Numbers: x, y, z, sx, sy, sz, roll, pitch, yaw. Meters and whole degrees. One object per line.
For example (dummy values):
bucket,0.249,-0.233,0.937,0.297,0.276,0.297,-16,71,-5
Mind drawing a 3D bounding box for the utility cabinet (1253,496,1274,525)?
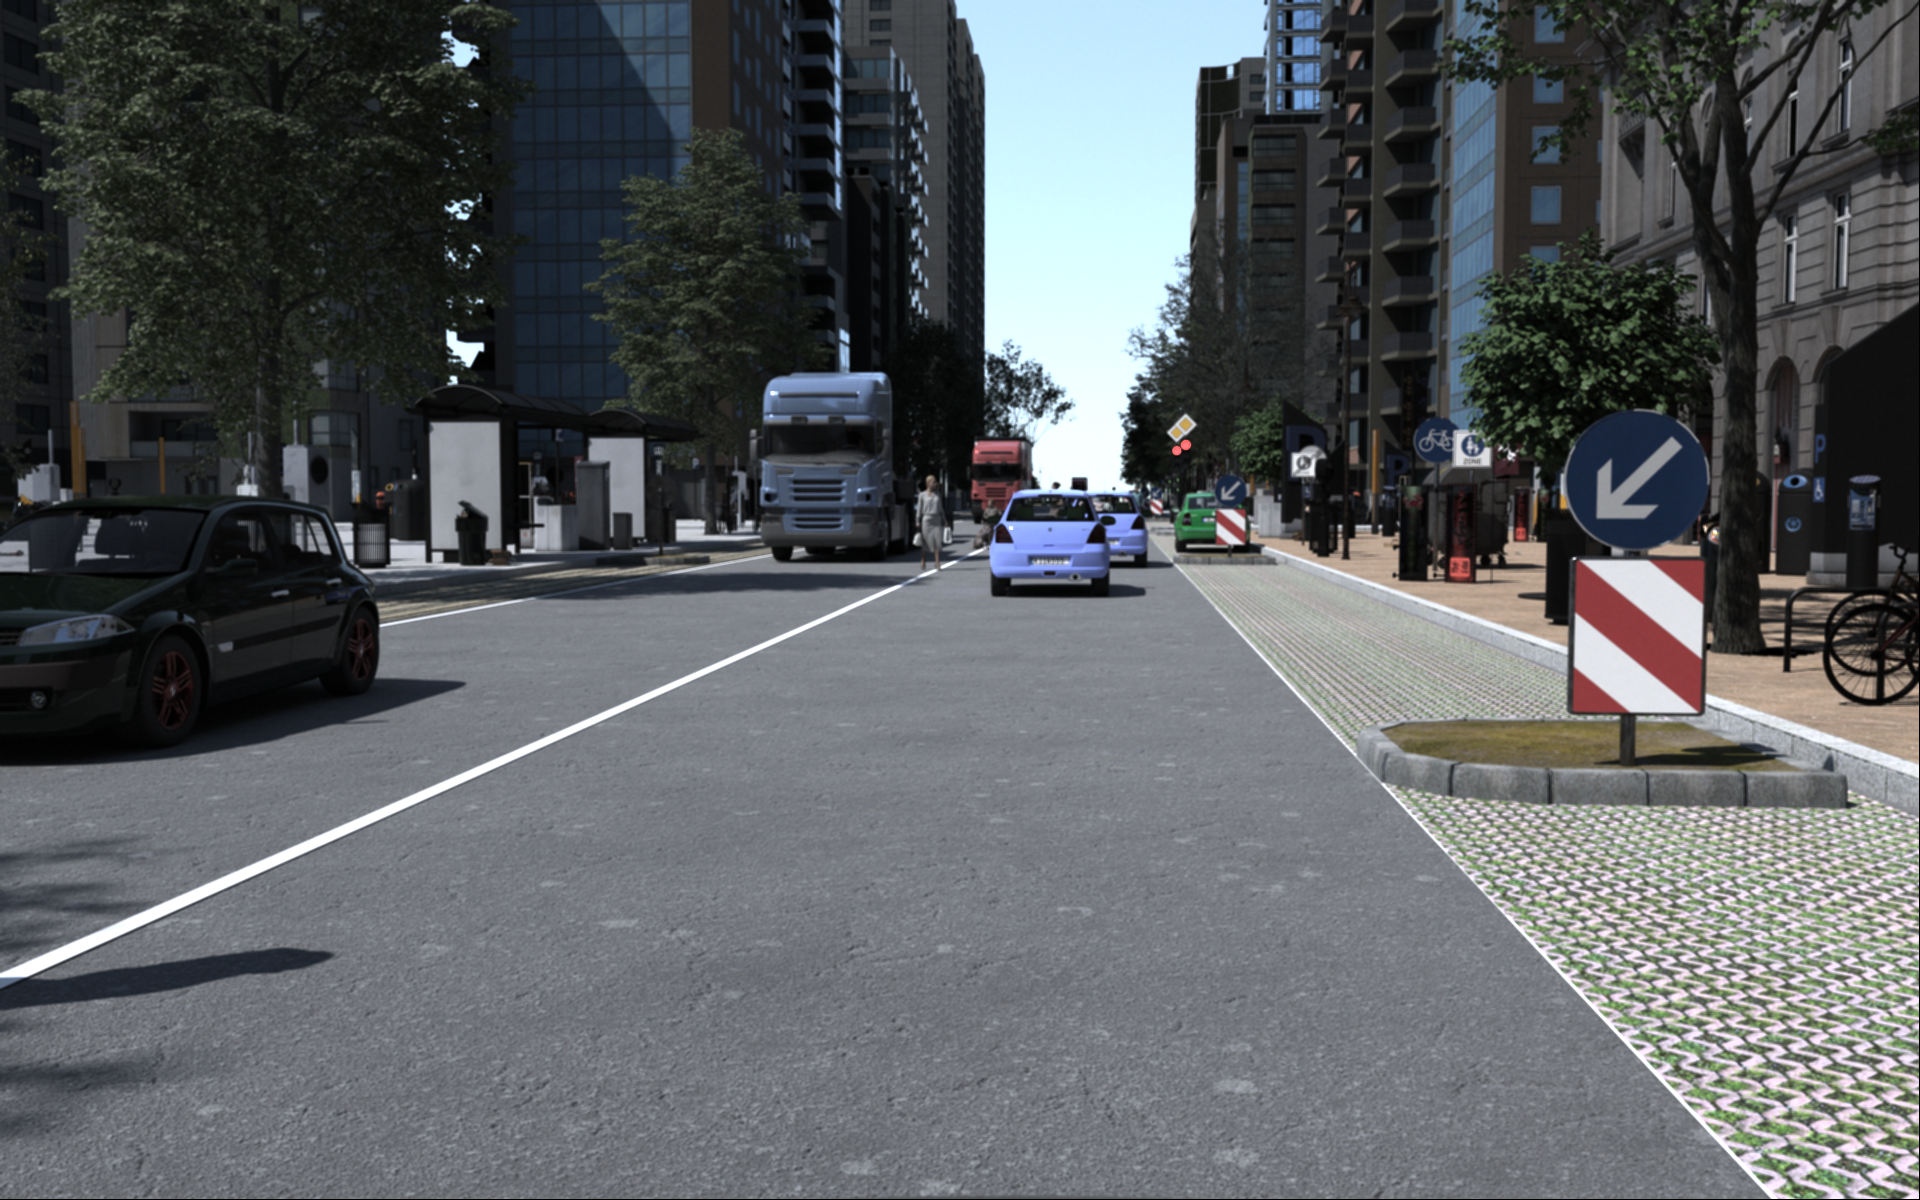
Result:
utility cabinet,12.615,-3.679,71.317,1.020,1.237,0.306,1,4,15

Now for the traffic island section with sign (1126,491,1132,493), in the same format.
traffic island section with sign,12.472,-6.687,117.952,1.989,1.847,2.006,0,4,5

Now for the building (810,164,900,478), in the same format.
building,-13.457,-23.313,152.866,14.160,30.474,14.107,0,4,5

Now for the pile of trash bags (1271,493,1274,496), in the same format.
pile of trash bags,17.378,-5.046,92.250,3.447,1.369,1.912,-3,5,-40

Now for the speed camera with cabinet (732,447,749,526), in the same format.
speed camera with cabinet,-8.894,-4.596,69.484,0.660,3.252,2.038,0,4,3

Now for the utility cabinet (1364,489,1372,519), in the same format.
utility cabinet,18.774,-4.344,79.711,0.318,1.500,1.173,1,4,8

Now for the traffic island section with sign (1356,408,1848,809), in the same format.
traffic island section with sign,3.108,-0.014,8.851,1.989,1.847,2.006,0,4,5

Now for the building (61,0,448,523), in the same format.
building,-34.182,-24.459,83.493,14.086,41.232,14.154,0,4,5

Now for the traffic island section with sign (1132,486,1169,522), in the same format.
traffic island section with sign,10.085,-4.982,90.088,1.989,1.847,2.006,0,4,5

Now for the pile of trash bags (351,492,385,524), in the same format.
pile of trash bags,-24.823,-3.921,73.865,1.912,1.369,3.447,-2,4,-25

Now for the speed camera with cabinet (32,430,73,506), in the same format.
speed camera with cabinet,-28.182,-3.651,54.035,0.660,3.252,2.038,0,4,-3

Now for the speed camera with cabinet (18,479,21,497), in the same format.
speed camera with cabinet,-43.258,-5.325,81.402,0.660,3.252,2.038,1,4,16

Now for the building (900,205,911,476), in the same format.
building,-12.518,-24.172,166.919,14.160,30.474,14.107,0,4,5

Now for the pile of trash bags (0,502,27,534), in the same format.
pile of trash bags,-26.234,-2.308,47.484,1.912,1.369,3.447,3,5,43

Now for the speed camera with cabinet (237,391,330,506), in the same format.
speed camera with cabinet,-12.525,-2.310,32.107,0.660,3.252,2.038,1,4,14

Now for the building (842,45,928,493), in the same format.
building,-15.408,-34.845,189.326,23.786,49.044,30.456,0,4,5

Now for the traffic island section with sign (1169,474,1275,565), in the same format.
traffic island section with sign,5.414,-1.656,35.707,1.989,1.847,2.006,0,4,5

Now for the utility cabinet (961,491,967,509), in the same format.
utility cabinet,0.335,-8.254,143.637,0.318,1.500,1.173,-1,4,-13

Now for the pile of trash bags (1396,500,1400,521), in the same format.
pile of trash bags,20.227,-4.446,82.437,3.447,1.369,1.912,0,4,6

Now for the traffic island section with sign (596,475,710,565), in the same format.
traffic island section with sign,-6.215,-1.643,35.496,1.989,1.847,2.006,0,4,5

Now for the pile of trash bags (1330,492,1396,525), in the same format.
pile of trash bags,15.956,-3.797,71.840,3.447,1.369,1.912,-2,4,-24

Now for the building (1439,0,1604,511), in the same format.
building,30.684,-26.231,78.987,14.200,45.320,14.600,0,4,5

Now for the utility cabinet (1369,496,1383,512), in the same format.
utility cabinet,18.066,-3.871,74.452,1.020,1.237,0.306,-2,4,-29

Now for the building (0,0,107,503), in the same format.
building,-59.064,-39.806,89.082,20.611,71.187,20.563,0,4,5

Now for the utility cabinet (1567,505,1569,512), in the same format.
utility cabinet,19.554,-2.642,54.351,0.306,1.237,1.020,-3,4,-37

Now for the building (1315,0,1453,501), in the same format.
building,33.174,-27.437,103.224,22.147,44.769,28.867,0,4,5

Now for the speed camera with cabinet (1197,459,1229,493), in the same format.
speed camera with cabinet,13.205,-5.787,88.950,2.038,3.252,0.660,-1,4,-19

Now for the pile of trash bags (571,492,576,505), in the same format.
pile of trash bags,-19.594,-4.394,81.587,3.447,1.369,1.912,-1,4,-19

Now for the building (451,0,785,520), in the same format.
building,-17.549,-27.045,92.298,14.600,45.320,14.200,0,4,5

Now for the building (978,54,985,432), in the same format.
building,-6.234,-50.686,266.968,20.563,71.187,20.611,0,4,5

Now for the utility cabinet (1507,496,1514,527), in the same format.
utility cabinet,21.339,-3.475,67.979,0.306,1.237,1.020,-1,4,-17

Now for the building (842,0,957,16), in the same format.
building,-8.815,-49.437,246.541,20.563,71.187,20.611,0,4,5

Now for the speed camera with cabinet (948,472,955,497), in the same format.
speed camera with cabinet,-1.381,-8.577,134.572,2.038,3.252,0.660,-2,4,-28

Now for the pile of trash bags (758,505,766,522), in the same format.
pile of trash bags,-8.096,-4.223,78.799,1.912,1.369,3.447,-1,4,-19

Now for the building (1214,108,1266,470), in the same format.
building,37.177,-33.739,201.750,14.600,45.320,14.200,0,4,5

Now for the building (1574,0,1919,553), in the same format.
building,23.563,-12.032,38.516,13.314,21.916,24.055,0,4,5

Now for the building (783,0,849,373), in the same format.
building,-19.300,-49.491,121.845,22.319,86.520,31.000,0,4,5

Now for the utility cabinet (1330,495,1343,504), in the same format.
utility cabinet,17.910,-4.421,83.439,1.020,1.237,0.306,-1,4,-15

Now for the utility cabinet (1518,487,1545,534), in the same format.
utility cabinet,18.178,-2.830,54.956,1.173,1.500,0.318,-1,4,-18

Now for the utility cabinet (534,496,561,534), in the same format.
utility cabinet,-13.468,-2.766,56.390,0.306,1.237,1.020,2,4,30

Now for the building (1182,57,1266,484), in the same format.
building,47.560,-52.023,288.829,20.563,71.187,20.611,0,4,5

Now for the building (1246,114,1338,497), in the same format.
building,29.206,-22.197,134.620,14.160,30.474,14.107,0,4,5

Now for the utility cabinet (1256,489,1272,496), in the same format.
utility cabinet,12.951,-3.980,73.750,0.318,1.500,1.173,2,4,28

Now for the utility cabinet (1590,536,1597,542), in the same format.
utility cabinet,17.074,-2.180,46.804,0.306,1.237,1.020,3,5,42

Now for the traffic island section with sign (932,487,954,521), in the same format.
traffic island section with sign,-1.353,-5.103,92.054,1.989,1.847,2.006,0,4,5

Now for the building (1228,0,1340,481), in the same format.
building,39.891,-52.893,177.477,22.319,86.520,31.000,0,4,5

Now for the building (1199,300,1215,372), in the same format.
building,41.592,-29.307,250.872,14.160,30.474,14.107,0,4,5

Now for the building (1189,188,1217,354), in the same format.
building,46.738,-39.434,268.447,21.300,48.544,21.600,0,4,5

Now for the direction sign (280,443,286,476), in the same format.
direction sign,-30.187,-5.172,76.556,0.876,3.537,0.379,-3,5,-43

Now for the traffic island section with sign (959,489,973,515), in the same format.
traffic island section with sign,0.956,-6.747,118.948,1.989,1.847,2.006,0,4,5
